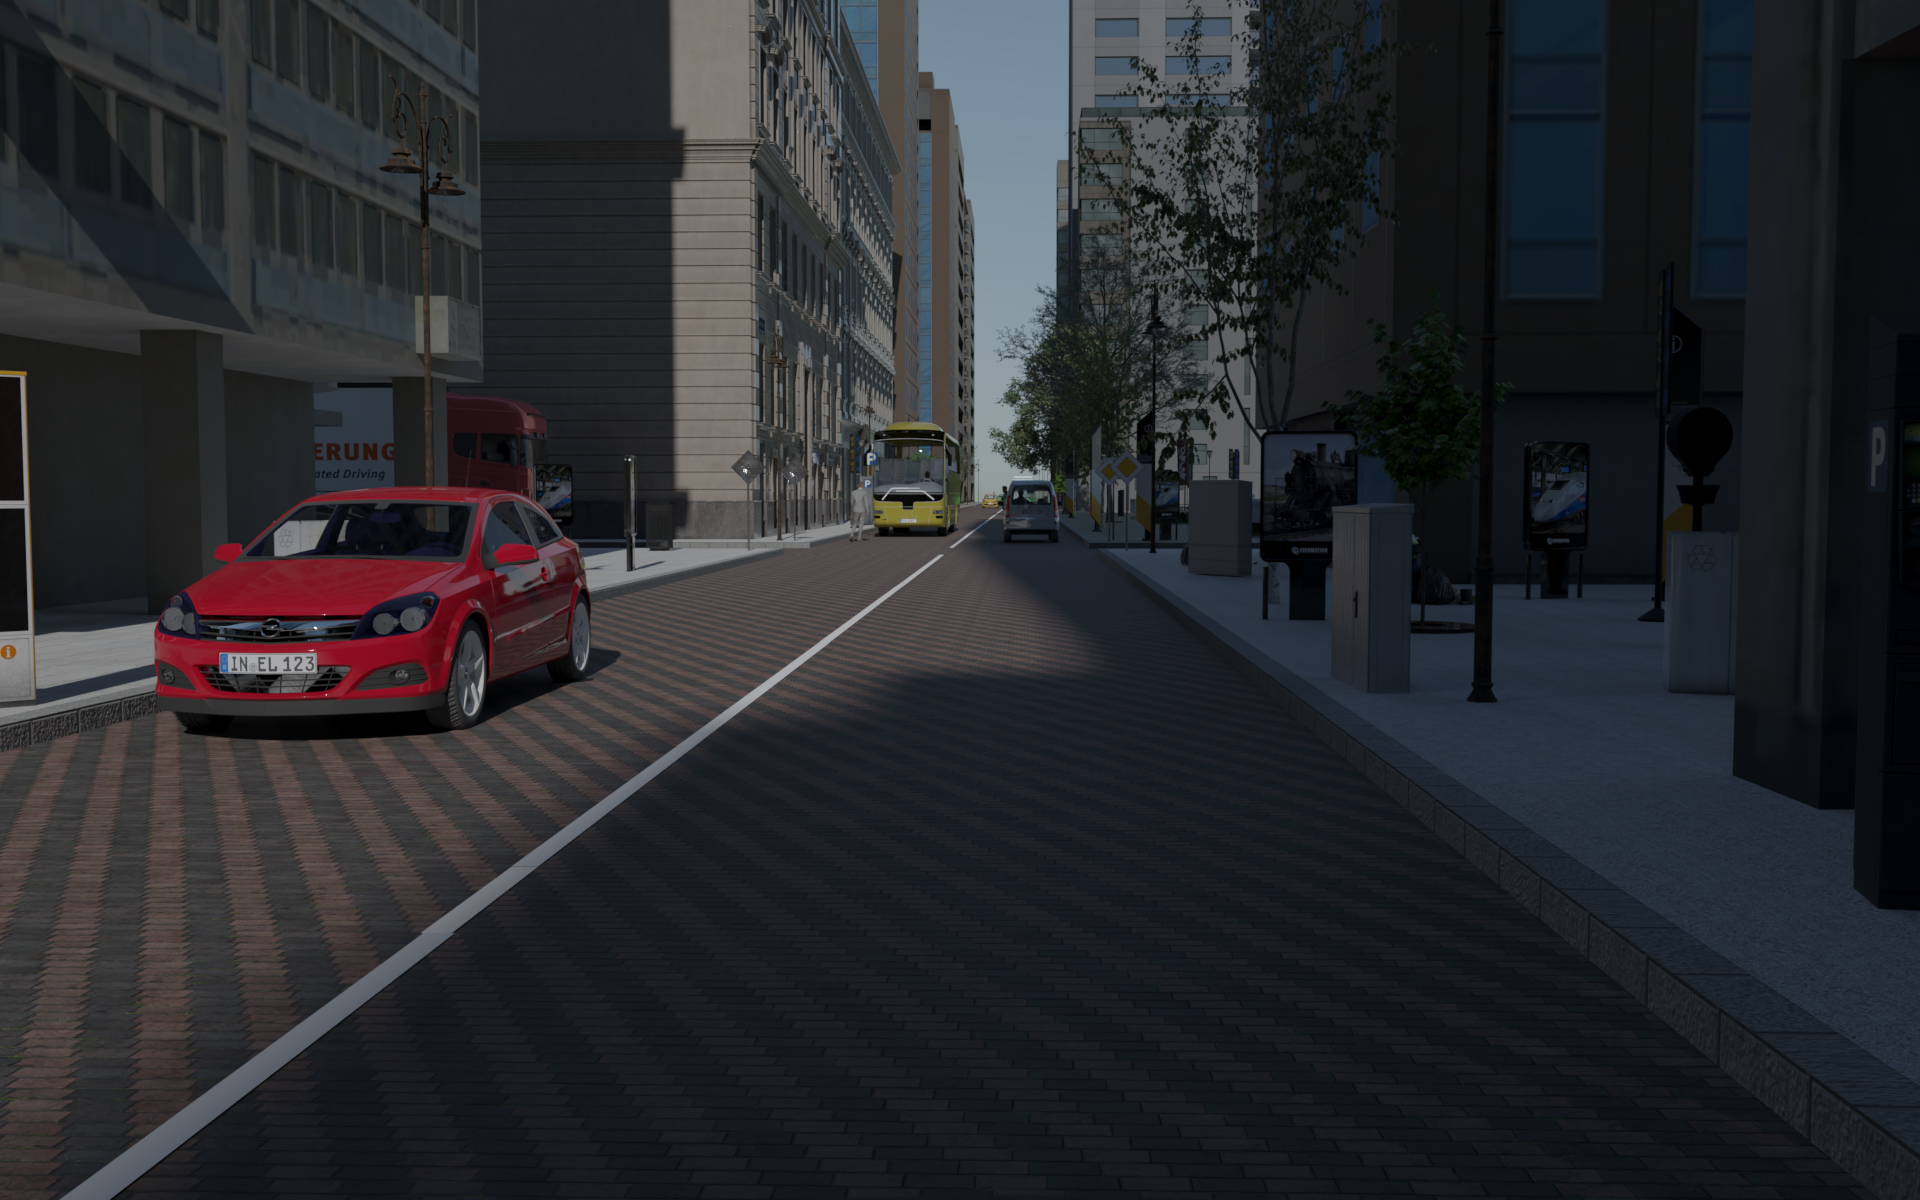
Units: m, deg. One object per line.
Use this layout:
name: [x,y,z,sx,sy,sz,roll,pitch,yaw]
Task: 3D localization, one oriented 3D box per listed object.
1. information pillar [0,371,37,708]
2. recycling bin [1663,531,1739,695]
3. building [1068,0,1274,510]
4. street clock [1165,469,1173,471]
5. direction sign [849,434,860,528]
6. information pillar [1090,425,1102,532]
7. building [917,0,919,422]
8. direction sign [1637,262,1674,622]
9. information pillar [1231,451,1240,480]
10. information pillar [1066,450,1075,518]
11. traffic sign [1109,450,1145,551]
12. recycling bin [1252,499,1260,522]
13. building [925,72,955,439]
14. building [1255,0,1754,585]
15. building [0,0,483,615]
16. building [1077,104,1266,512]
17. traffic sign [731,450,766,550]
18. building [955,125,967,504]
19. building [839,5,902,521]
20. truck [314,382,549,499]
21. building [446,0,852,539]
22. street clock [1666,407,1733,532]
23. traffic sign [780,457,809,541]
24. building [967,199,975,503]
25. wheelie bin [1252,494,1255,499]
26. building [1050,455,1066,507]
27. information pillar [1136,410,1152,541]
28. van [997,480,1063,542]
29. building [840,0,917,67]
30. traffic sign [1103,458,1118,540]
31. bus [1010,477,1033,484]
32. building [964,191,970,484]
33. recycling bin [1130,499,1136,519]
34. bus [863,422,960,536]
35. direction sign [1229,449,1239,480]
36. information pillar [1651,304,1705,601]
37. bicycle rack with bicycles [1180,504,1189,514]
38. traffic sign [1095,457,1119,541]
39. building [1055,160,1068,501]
information pillar: [-5.805,-0.364,10.439,0.304,2.012,0.304,3,5,45]
recycling bin: [5.030,0.073,11.365,0.722,1.027,0.722,1,4,19]
building: [20.046,-37.352,152.705,21.231,58.520,28.212,0,4,2]
street clock: [6.098,-2.837,50.954,0.358,2.002,0.471,-1,4,-17]
direction sign: [-3.970,-4.481,65.260,0.379,3.537,0.876,1,4,20]
information pillar: [4.625,-4.138,59.008,0.183,3.616,0.504,3,5,45]
building: [-12.308,-44.773,170.288,20.563,71.187,20.611,0,4,2]
direction sign: [7.044,-1.553,17.384,0.379,3.537,0.876,1,4,14]
information pillar: [15.004,-6.302,94.397,0.504,3.616,0.183,-1,4,-10]
information pillar: [5.897,-6.206,92.822,0.504,3.616,0.183,2,4,32]
traffic sign: [3.767,-2.171,39.134,0.795,2.450,0.064,0,4,2]
recycling bin: [10.719,-3.114,63.473,0.722,1.027,0.722,1,4,10]
building: [-7.737,-32.921,188.373,14.600,45.320,14.200,0,4,2]
building: [13.154,-23.216,29.695,14.600,45.320,14.200,0,4,2]
building: [-19.110,-20.045,19.612,23.993,40.220,32.217,0,4,2]
building: [15.957,-22.072,132.575,14.160,30.474,14.107,0,4,2]
traffic sign: [-4.820,-2.191,39.466,0.795,2.450,0.064,0,4,2]
building: [-10.487,-36.320,217.529,21.300,48.544,21.600,0,4,2]
building: [-13.011,-19.486,95.015,17.030,29.872,44.131,0,4,2]
truck: [-15.424,-3.338,43.494,11.283,4.237,2.839,0,4,1]
building: [-11.015,-16.097,60.444,12.463,27.353,25.104,0,4,2]
street clock: [6.190,-0.610,14.547,0.471,2.002,0.358,0,3,0]
traffic sign: [-4.530,-2.679,47.446,0.795,2.450,0.064,0,4,2]
building: [-8.679,-39.507,269.643,21.300,48.544,21.600,0,4,2]
wheelie bin: [11.119,-3.688,68.209,0.980,1.594,0.693,1,4,13]
building: [26.350,-23.915,236.042,27.650,21.520,28.899,0,4,2]
information pillar: [5.077,-3.428,47.396,0.504,3.616,0.183,1,4,9]
van: [2.145,-2.792,52.662,2.013,2.044,4.112,0,4,1]
building: [-10.518,-29.310,129.335,14.600,45.320,14.200,0,4,2]
traffic sign: [4.302,-2.839,48.543,0.606,2.300,0.079,0,4,8]
bus: [6.933,-11.886,189.202,2.948,3.499,13.247,0,4,3]
building: [-9.943,-36.030,243.722,22.147,44.769,28.867,0,4,2]
recycling bin: [9.186,-4.679,89.051,0.722,1.027,0.722,-1,4,-13]
bus: [-1.478,-4.342,62.544,2.896,3.916,12.252,0,4,2]
direction sign: [13.737,-5.810,86.993,0.379,3.537,0.876,3,5,41]
information pillar: [8.557,-1.789,20.603,0.183,3.616,0.504,-3,5,-45]
bicycle rack with bicycles: [12.346,-4.731,90.740,2.925,0.926,2.852,2,4,27]
traffic sign: [4.058,-2.659,47.113,0.795,2.450,0.064,0,4,2]
building: [18.872,-32.456,214.244,14.154,41.232,14.086,0,4,2]
